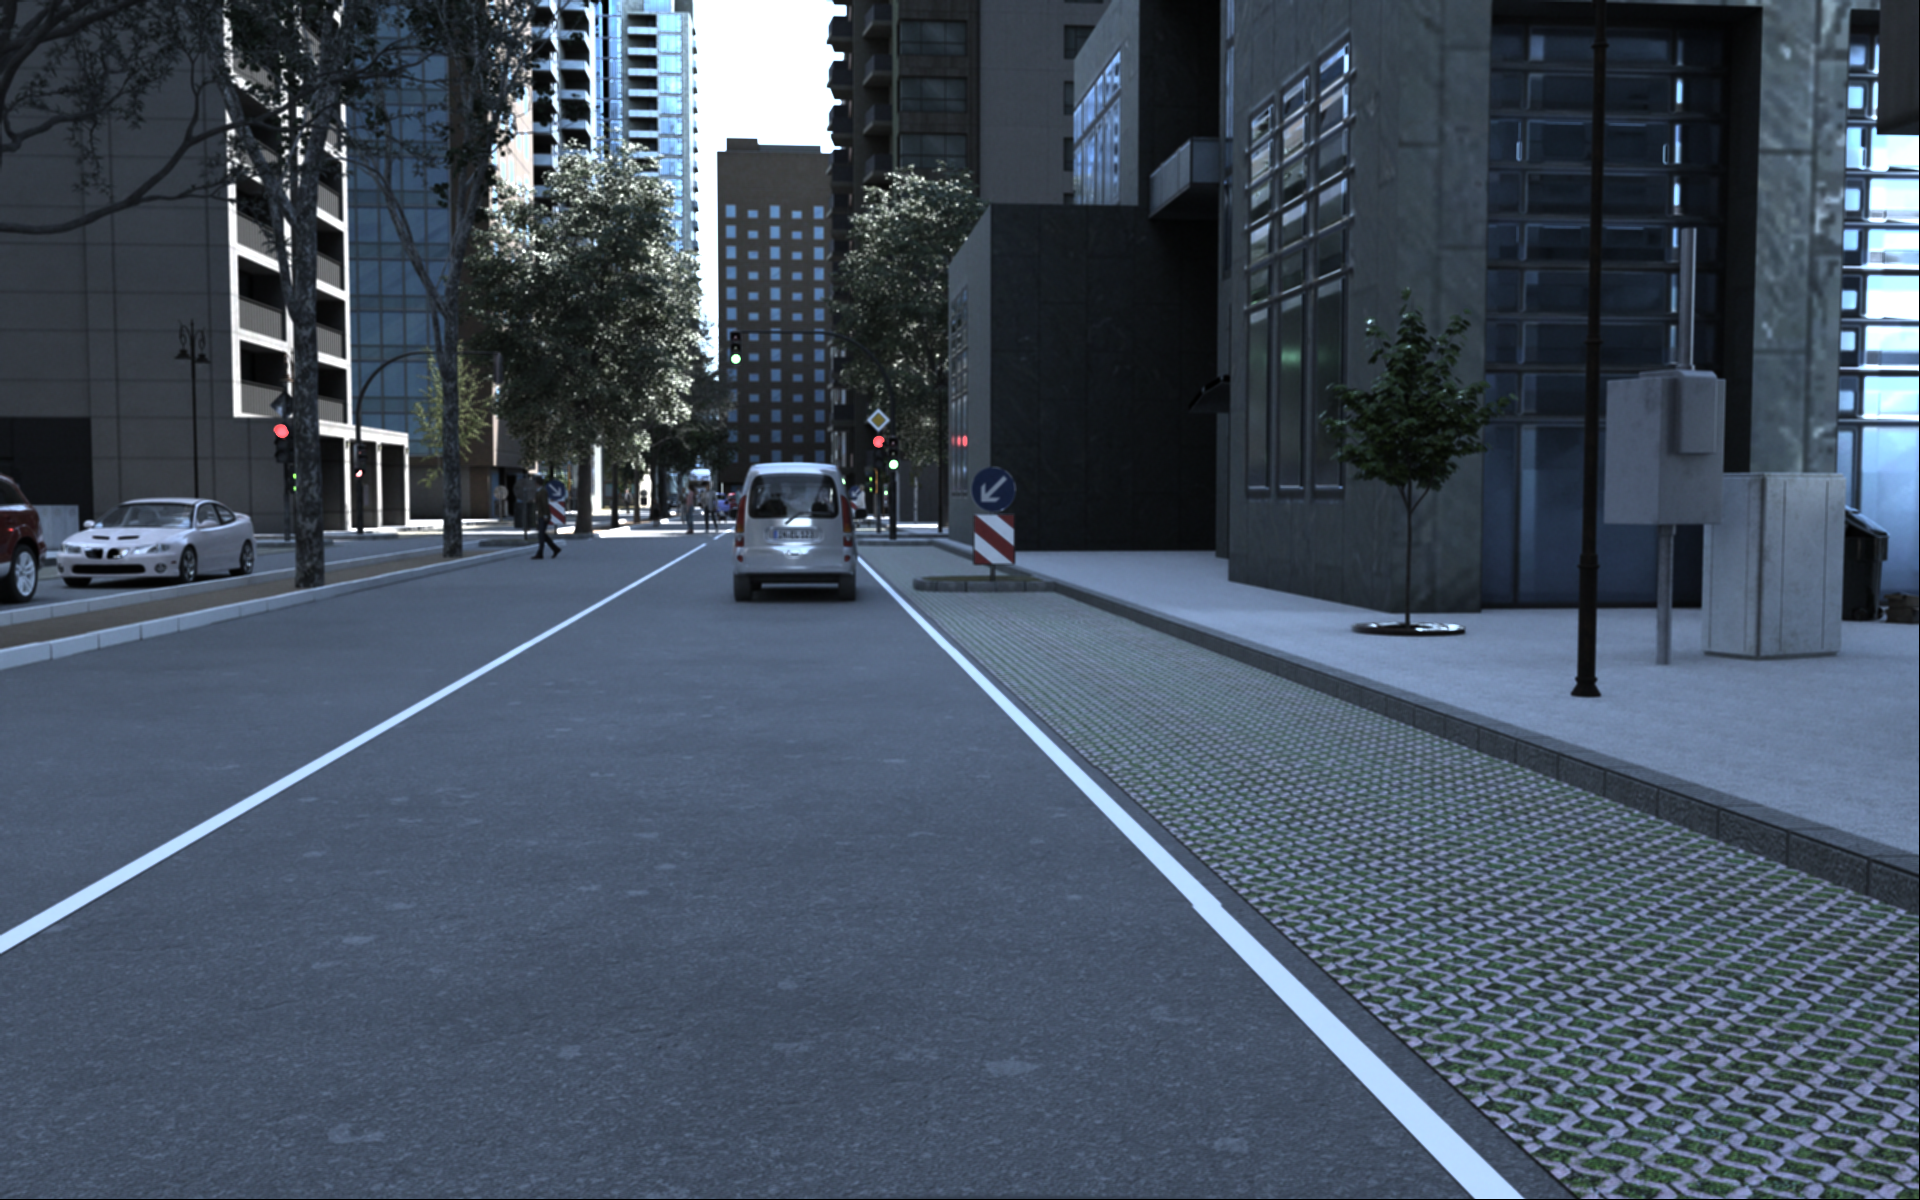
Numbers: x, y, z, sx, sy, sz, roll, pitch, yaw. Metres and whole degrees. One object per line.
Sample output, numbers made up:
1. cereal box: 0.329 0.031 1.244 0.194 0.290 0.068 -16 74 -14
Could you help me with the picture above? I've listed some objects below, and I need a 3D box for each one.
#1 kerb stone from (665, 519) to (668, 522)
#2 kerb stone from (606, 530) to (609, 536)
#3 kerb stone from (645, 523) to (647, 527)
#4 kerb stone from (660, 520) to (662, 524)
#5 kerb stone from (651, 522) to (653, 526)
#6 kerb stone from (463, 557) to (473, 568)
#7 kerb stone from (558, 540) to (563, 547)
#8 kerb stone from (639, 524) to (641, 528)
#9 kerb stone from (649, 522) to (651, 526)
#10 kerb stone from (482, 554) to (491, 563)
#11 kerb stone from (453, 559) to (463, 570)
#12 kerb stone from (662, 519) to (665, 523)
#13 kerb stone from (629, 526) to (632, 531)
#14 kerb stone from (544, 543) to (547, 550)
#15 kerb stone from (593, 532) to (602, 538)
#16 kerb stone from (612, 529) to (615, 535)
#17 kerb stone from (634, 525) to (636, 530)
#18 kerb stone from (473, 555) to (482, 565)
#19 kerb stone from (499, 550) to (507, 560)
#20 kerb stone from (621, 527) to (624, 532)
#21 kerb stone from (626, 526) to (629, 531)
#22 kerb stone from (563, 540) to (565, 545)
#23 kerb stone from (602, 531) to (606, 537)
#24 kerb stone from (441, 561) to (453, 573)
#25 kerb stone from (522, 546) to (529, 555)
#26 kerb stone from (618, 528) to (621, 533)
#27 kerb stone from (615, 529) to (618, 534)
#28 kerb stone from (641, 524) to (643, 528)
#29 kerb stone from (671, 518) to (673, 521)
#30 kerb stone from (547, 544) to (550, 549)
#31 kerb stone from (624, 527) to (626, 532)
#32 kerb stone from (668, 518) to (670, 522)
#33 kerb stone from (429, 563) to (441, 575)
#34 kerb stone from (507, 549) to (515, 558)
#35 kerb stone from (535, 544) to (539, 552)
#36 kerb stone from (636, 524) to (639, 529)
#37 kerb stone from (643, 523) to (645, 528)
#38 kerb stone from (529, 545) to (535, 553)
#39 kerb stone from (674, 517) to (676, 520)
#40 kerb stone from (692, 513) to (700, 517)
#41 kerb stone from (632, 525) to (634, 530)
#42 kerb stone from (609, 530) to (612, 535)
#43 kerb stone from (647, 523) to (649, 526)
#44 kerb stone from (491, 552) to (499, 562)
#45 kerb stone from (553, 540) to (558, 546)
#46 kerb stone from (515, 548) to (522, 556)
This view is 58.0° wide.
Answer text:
1. kerb stone: -14.790 -3.930 86.498 0.120 0.150 1.000 0 4 -5
2. kerb stone: -12.140 -2.245 58.899 0.120 0.150 1.000 0 4 -5
3. kerb stone: -13.614 -3.183 74.238 0.120 0.150 1.000 0 4 -5
4. kerb stone: -14.400 -3.683 82.407 0.120 0.150 1.000 0 4 -5
5. kerb stone: -13.903 -3.371 77.306 0.120 0.150 1.000 0 4 -5
6. kerb stone: -9.738 -0.715 33.890 0.120 0.150 1.000 0 4 -5
7. kerb stone: -11.016 -1.527 47.162 0.120 0.150 1.000 0 4 -5
8. kerb stone: -13.321 -2.995 71.156 0.120 0.150 1.000 0 4 -5
9. kerb stone: -13.816 -3.308 76.278 0.120 0.150 1.000 0 4 -5
10. kerb stone: -9.936 -0.840 35.924 0.120 0.150 1.000 0 4 -5
11. kerb stone: -9.635 -0.648 32.874 0.120 0.150 1.000 0 4 -5
12. kerb stone: -14.602 -3.808 84.451 0.120 0.150 1.000 0 4 -5
13. kerb stone: -12.926 -2.745 67.072 0.120 0.150 1.000 0 4 -5
14. kerb stone: -10.721 -1.340 44.100 0.120 0.150 1.000 0 4 -5
15. kerb stone: -11.946 -2.120 56.862 0.120 0.150 1.000 0 4 -5
16. kerb stone: -12.328 -2.370 60.937 0.120 0.150 1.000 0 4 -5
17. kerb stone: -13.125 -2.870 69.118 0.120 0.150 1.000 0 4 -5
18. kerb stone: -9.839 -0.775 34.907 0.120 0.150 1.000 0 4 -5
19. kerb stone: -10.131 -0.963 37.979 0.120 0.150 1.000 0 4 -5
20. kerb stone: -12.636 -2.557 63.997 0.120 0.150 1.000 0 4 -5
21. kerb stone: -12.828 -2.679 66.048 0.120 0.150 1.000 0 4 -5
22. kerb stone: -11.109 -1.590 48.184 0.120 0.150 1.000 0 4 -5
23. kerb stone: -12.046 -2.180 57.881 0.120 0.150 1.000 0 4 -5
24. kerb stone: -9.536 -0.591 31.853 0.120 0.150 1.000 0 4 -5
25. kerb stone: -10.415 -1.152 41.037 0.120 0.150 1.000 0 4 -5
26. kerb stone: -12.529 -2.492 62.972 0.120 0.150 1.000 0 4 -5
27. kerb stone: -12.437 -2.432 61.954 0.120 0.150 1.000 0 4 -5
28. kerb stone: -13.420 -3.049 72.187 0.120 0.150 1.000 0 4 -5
29. kerb stone: -15.081 -4.120 89.559 0.120 0.150 1.000 0 4 -5
30. kerb stone: -10.813 -1.401 45.124 0.120 0.150 1.000 0 4 -5
31. kerb stone: -12.730 -2.616 65.023 0.120 0.150 1.000 0 4 -5
32. kerb stone: -14.888 -3.995 87.521 0.120 0.150 1.000 0 4 -5
33. kerb stone: -9.442 -0.528 30.835 0.120 0.150 1.000 0 4 -5
34. kerb stone: -10.220 -1.028 38.997 0.120 0.150 1.000 0 4 -5
35. kerb stone: -10.618 -1.277 43.077 0.120 0.150 1.000 0 4 -5
36. kerb stone: -13.219 -2.932 70.136 0.120 0.150 1.000 0 4 -5
37. kerb stone: -13.519 -3.120 73.214 0.120 0.150 1.000 0 4 -5
38. kerb stone: -10.521 -1.211 42.054 0.120 0.150 1.000 0 4 -5
39. kerb stone: -15.275 -4.241 91.616 0.120 0.150 1.000 0 4 -5
40. kerb stone: -17.536 -5.674 115.102 0.120 0.150 1.000 0 4 -5
41. kerb stone: -13.030 -2.799 68.093 0.120 0.150 1.000 0 4 -5
42. kerb stone: -12.240 -2.305 59.916 0.120 0.150 1.000 0 4 -5
43. kerb stone: -13.710 -3.245 75.256 0.120 0.150 1.000 0 4 -5
44. kerb stone: -10.027 -0.900 36.950 0.120 0.150 1.000 0 4 -5
45. kerb stone: -10.916 -1.465 46.144 0.120 0.150 1.000 0 4 -5
46. kerb stone: -10.325 -1.090 40.019 0.120 0.150 1.000 0 4 -5
